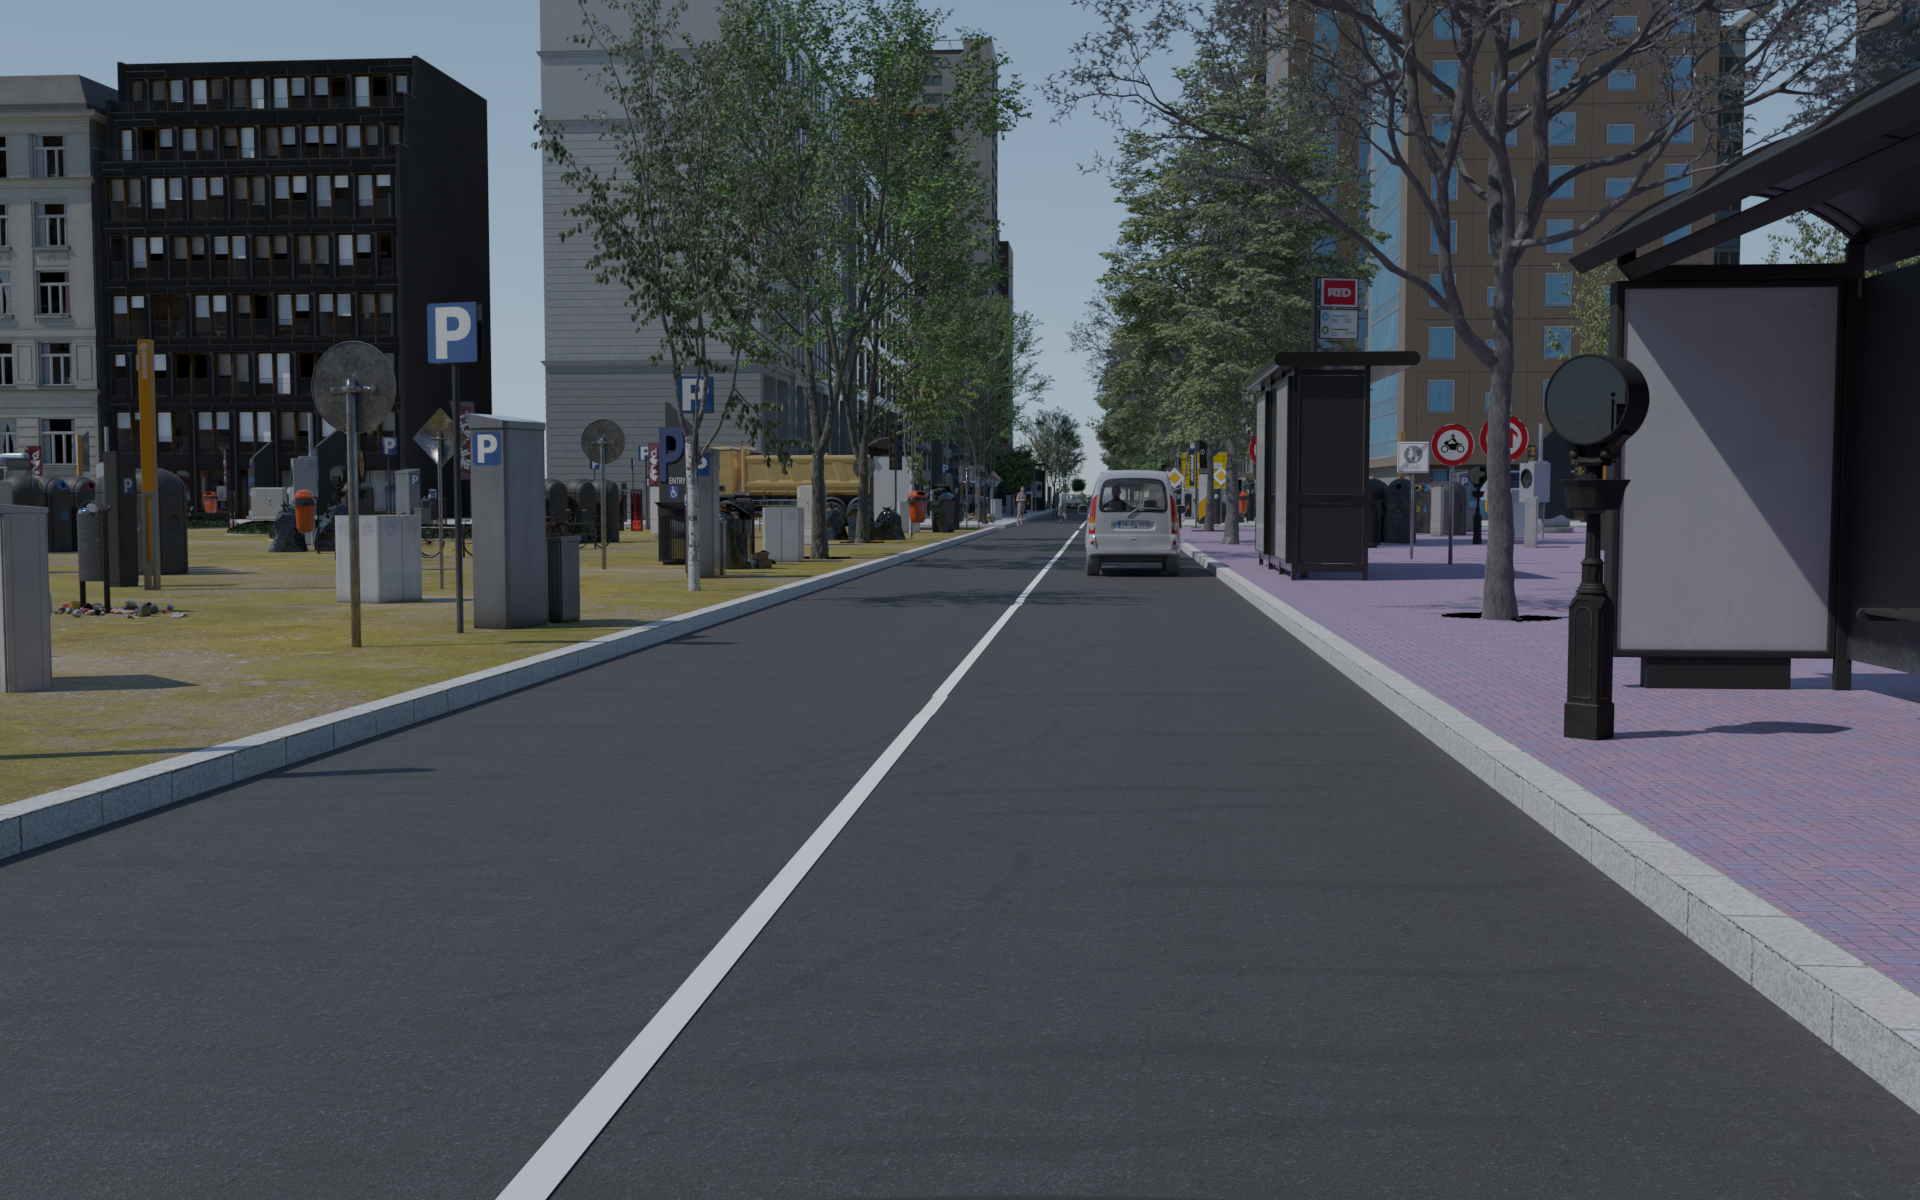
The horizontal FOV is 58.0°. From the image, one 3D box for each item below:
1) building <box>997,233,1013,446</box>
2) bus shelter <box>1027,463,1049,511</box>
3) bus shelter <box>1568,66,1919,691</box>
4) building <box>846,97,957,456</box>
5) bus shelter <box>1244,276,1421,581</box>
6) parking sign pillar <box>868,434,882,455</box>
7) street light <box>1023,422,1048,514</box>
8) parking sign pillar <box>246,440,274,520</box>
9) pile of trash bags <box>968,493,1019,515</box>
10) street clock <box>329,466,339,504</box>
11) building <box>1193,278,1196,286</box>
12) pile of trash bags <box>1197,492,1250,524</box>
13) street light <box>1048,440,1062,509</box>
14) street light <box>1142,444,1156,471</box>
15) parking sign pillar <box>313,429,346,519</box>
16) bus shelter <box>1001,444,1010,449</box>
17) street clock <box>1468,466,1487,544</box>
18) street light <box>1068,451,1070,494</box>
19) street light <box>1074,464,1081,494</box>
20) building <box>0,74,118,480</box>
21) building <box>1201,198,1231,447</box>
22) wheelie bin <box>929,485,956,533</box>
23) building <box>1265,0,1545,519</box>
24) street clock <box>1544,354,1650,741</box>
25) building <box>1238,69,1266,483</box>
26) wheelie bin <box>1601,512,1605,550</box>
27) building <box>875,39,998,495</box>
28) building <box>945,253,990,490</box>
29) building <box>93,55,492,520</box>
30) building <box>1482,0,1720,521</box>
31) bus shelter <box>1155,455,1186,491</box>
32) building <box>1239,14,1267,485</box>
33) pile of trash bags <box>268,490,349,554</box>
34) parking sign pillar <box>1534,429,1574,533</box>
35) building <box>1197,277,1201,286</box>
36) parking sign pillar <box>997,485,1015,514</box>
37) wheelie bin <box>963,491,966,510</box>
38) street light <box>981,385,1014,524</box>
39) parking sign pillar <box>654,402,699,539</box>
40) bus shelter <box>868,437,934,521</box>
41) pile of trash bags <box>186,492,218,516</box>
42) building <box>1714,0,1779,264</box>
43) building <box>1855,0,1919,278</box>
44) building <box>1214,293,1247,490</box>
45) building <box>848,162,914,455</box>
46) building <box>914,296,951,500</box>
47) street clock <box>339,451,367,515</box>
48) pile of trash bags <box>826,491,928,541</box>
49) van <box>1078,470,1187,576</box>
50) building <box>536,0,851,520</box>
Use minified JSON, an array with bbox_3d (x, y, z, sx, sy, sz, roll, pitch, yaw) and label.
[{"bbox_3d":[1.816,-39.551,296.761,14.600,45.320,14.200,0,4,5],"label":"building"},{"bbox_3d":[5.828,-8.619,132.198,1.731,3.624,6.357,0,4,5],"label":"bus shelter"},{"bbox_3d":[4.849,-0.913,8.850,2.014,3.302,5.546,0,4,5],"label":"bus shelter"},{"bbox_3d":[-12.001,-32.975,193.771,22.147,44.769,28.867,0,4,5],"label":"building"},{"bbox_3d":[6.077,-3.185,29.706,2.179,5.291,8.768,0,4,5],"label":"bus shelter"},{"bbox_3d":[-4.089,-5.458,77.706,1.447,3.967,1.447,1,4,16],"label":"parking sign pillar"},{"bbox_3d":[4.762,-8.546,112.275,1.470,5.913,1.316,0,4,5],"label":"street light"},{"bbox_3d":[-34.682,-5.962,85.950,1.447,3.967,1.447,1,4,23],"label":"parking sign pillar"},{"bbox_3d":[2.173,-5.861,105.587,3.447,1.369,1.912,0,4,5],"label":"pile of trash bags"},{"bbox_3d":[-16.101,-2.471,44.971,0.471,2.002,0.358,2,4,23],"label":"street clock"},{"bbox_3d":[46.939,-37.594,298.262,14.154,41.232,14.086,0,4,5],"label":"building"},{"bbox_3d":[11.871,-4.098,76.756,1.912,1.369,3.447,-1,4,-18],"label":"pile of trash bags"},{"bbox_3d":[8.139,-10.858,150.072,1.470,5.913,1.316,0,4,5],"label":"street light"},{"bbox_3d":[11.876,-8.399,109.869,1.470,5.913,1.316,0,4,5],"label":"street light"},{"bbox_3d":[-24.333,-4.785,66.709,1.447,3.967,1.447,2,4,30],"label":"parking sign pillar"},{"bbox_3d":[4.611,-10.073,142.320,2.179,5.291,8.768,0,4,5],"label":"bus shelter"},{"bbox_3d":[13.270,-2.434,44.373,0.471,2.002,0.358,2,4,34],"label":"street clock"},{"bbox_3d":[11.351,-13.193,188.252,1.470,5.913,1.316,0,4,5],"label":"street light"},{"bbox_3d":[15.162,-15.925,232.920,1.470,5.913,1.316,0,4,5],"label":"street light"},{"bbox_3d":[-58.024,-16.154,97.397,30.059,22.955,16.112,0,4,5],"label":"building"},{"bbox_3d":[48.141,-39.269,265.746,21.300,48.544,21.600,0,4,5],"label":"building"},{"bbox_3d":[-0.574,-3.051,57.790,0.980,1.594,0.693,3,5,41],"label":"wheelie bin"},{"bbox_3d":[26.387,-27.910,106.446,14.600,45.320,14.200,0,4,5],"label":"building"},{"bbox_3d":[3.314,-0.275,9.067,0.358,2.002,0.471,-3,5,-42],"label":"street clock"},{"bbox_3d":[40.022,-31.828,175.016,22.147,44.769,28.867,0,4,5],"label":"building"},{"bbox_3d":[14.804,-1.937,39.579,0.693,1.594,0.980,-1,4,-12],"label":"wheelie bin"},{"bbox_3d":[-2.237,-51.358,277.954,20.563,71.187,20.611,0,4,5],"label":"building"},{"bbox_3d":[-11.215,-34.562,256.970,32.217,40.220,23.993,0,4,5],"label":"building"},{"bbox_3d":[-34.960,-16.077,92.540,15.834,23.373,12.332,0,4,5],"label":"building"},{"bbox_3d":[28.937,-26.795,88.211,14.200,45.320,14.600,0,4,5],"label":"building"},{"bbox_3d":[12.910,-7.016,105.990,1.731,3.624,6.357,0,4,5],"label":"bus shelter"},{"bbox_3d":[42.036,-46.518,198.821,20.563,71.187,20.611,0,4,5],"label":"building"},{"bbox_3d":[-14.443,-1.759,38.518,1.912,1.369,3.447,-1,4,-17],"label":"pile of trash bags"},{"bbox_3d":[19.673,-4.224,57.529,1.447,3.967,1.447,-2,4,-26],"label":"parking sign pillar"},{"bbox_3d":[45.913,-38.768,283.967,14.600,45.320,14.200,0,4,5],"label":"building"},{"bbox_3d":[3.119,-7.698,114.335,1.447,3.967,1.447,2,4,32],"label":"parking sign pillar"},{"bbox_3d":[0.065,-7.923,137.441,0.693,1.594,0.980,-3,5,-41],"label":"wheelie bin"},{"bbox_3d":[1.603,-6.193,73.793,1.470,5.913,1.316,0,4,5],"label":"street light"},{"bbox_3d":[-8.189,-3.789,50.417,1.447,3.967,1.447,3,5,39],"label":"parking sign pillar"},{"bbox_3d":[-2.242,-4.282,63.933,2.014,3.302,5.546,0,4,5],"label":"bus shelter"},{"bbox_3d":[-35.118,-4.181,78.119,3.447,1.369,1.912,0,4,5],"label":"pile of trash bags"},{"bbox_3d":[41.731,-27.010,133.489,32.217,40.220,23.993,0,4,5],"label":"building"},{"bbox_3d":[58.781,-28.460,89.015,21.600,48.544,21.300,0,4,5],"label":"building"},{"bbox_3d":[43.365,-29.137,248.093,14.160,30.474,14.107,0,4,5],"label":"building"},{"bbox_3d":[-14.959,-20.066,132.601,19.350,26.468,34.151,0,4,5],"label":"building"},{"bbox_3d":[-15.907,-19.623,165.880,27.650,21.520,28.899,0,4,5],"label":"building"},{"bbox_3d":[-10.116,-1.497,29.054,0.358,2.002,0.471,0,4,-6],"label":"street clock"},{"bbox_3d":[-2.268,-2.388,48.793,3.447,1.369,1.912,-3,5,-43],"label":"pile of trash bags"},{"bbox_3d":[3.157,-1.511,31.717,2.013,2.044,4.112,0,4,5],"label":"van"},{"bbox_3d":[-13.989,-19.749,100.383,11.434,29.767,29.804,0,4,5],"label":"building"}]
